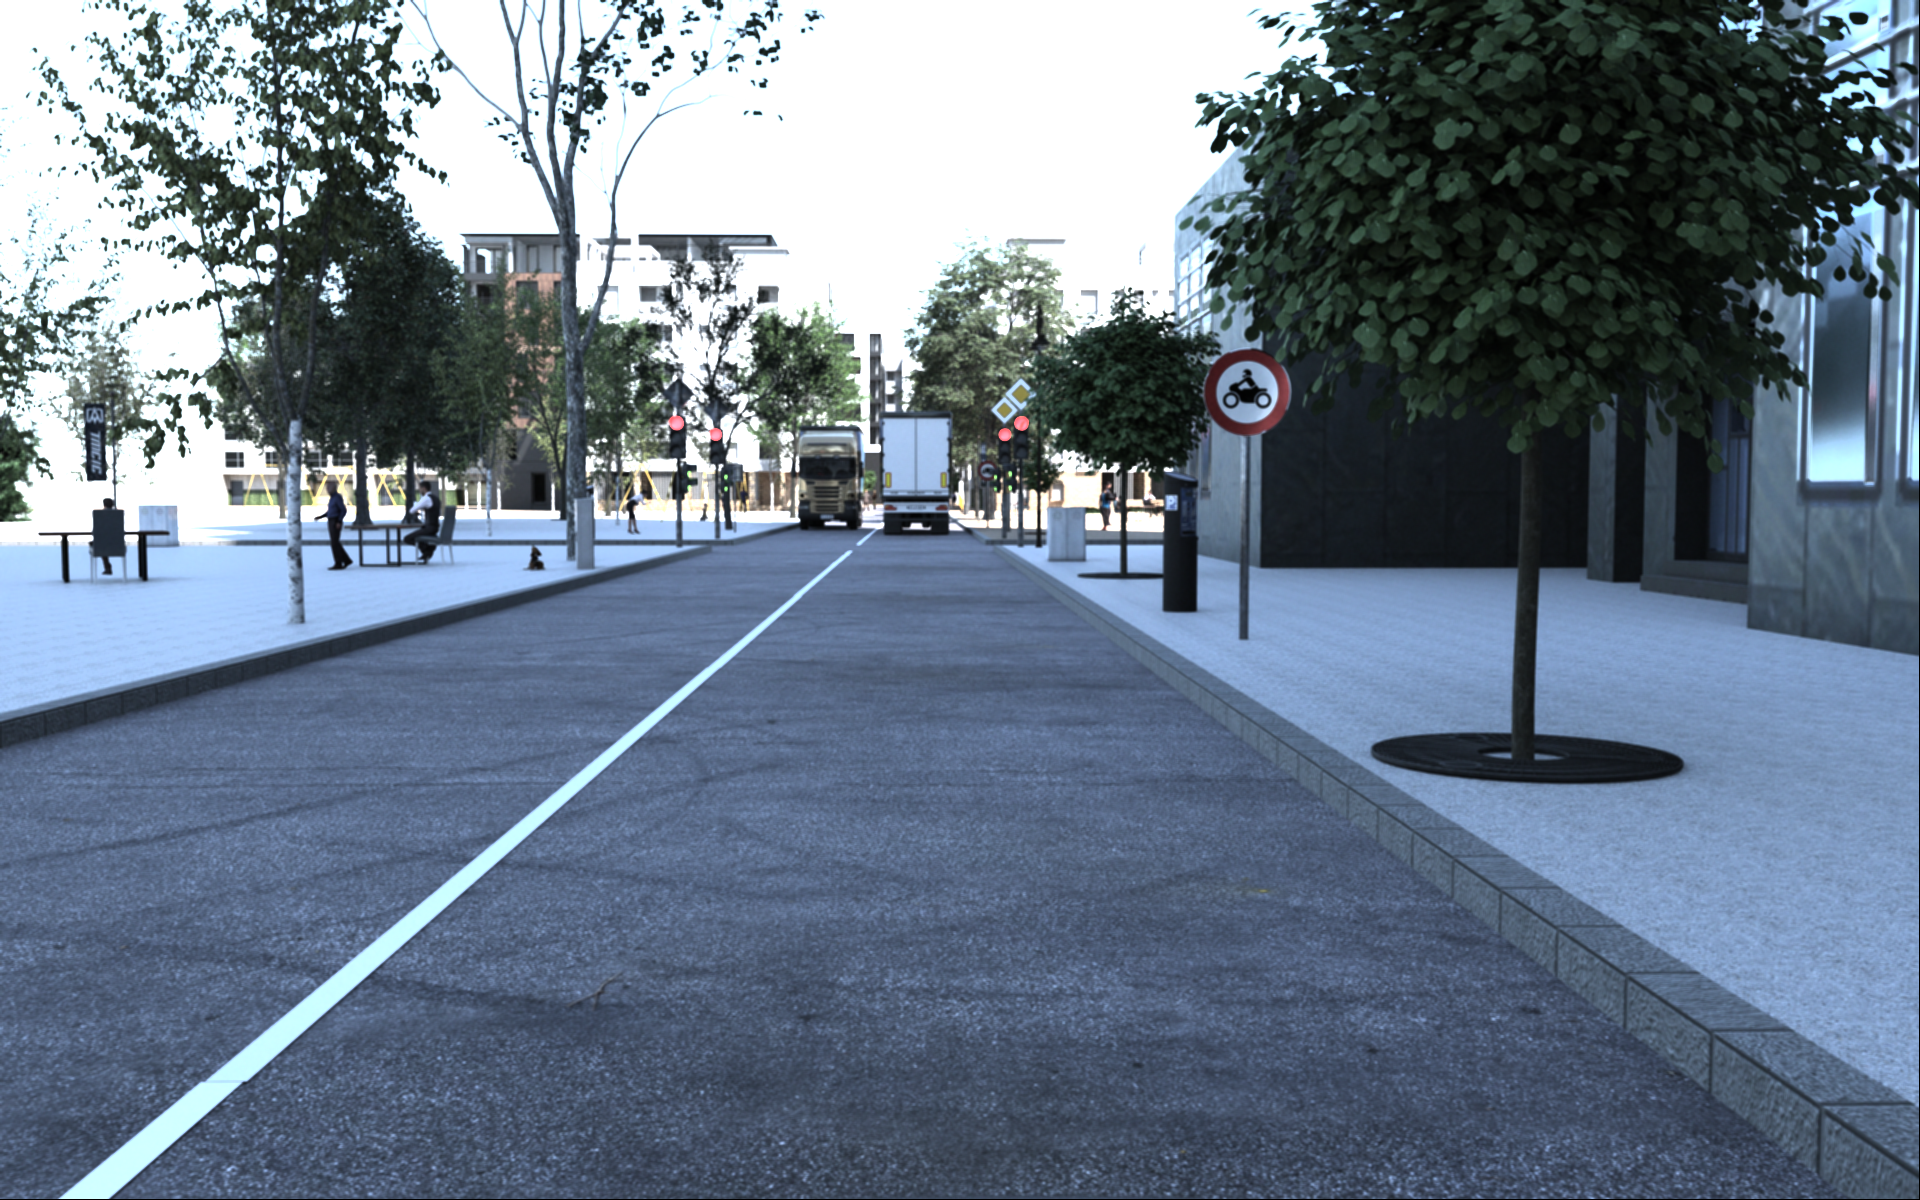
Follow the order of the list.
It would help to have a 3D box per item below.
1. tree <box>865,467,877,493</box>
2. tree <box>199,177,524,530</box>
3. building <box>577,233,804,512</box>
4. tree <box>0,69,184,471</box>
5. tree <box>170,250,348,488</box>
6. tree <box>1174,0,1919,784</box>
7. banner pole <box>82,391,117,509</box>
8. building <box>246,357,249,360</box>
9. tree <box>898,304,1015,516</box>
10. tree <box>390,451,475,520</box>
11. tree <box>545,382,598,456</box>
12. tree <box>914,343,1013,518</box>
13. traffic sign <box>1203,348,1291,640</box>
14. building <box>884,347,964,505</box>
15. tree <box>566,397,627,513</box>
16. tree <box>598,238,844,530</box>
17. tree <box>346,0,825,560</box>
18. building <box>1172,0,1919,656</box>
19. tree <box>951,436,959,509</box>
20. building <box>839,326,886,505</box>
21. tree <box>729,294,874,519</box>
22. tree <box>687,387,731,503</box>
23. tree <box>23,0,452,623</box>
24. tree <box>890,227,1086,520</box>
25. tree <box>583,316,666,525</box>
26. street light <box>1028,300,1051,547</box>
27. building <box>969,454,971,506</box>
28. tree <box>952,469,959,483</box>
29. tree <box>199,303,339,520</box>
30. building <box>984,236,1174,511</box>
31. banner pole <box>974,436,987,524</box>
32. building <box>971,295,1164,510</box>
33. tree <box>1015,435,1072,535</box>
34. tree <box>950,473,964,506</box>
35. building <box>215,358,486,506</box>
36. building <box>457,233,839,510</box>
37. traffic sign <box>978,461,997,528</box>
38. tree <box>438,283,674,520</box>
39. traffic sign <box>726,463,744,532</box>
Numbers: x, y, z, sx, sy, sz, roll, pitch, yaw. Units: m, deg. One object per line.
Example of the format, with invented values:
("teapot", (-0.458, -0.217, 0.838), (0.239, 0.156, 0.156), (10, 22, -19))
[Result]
("tree", (-11.160, -13.295, 201.091), (4.285, 4.588, 4.351), (0, 3, 0))
("tree", (-21.469, -8.850, 61.704), (9.611, 12.733, 9.660), (0, 3, 0))
("building", (-19.663, -16.763, 130.496), (16.016, 20.091, 11.380), (0, 4, -1))
("tree", (-18.219, -5.026, 32.542), (4.737, 8.622, 4.395), (0, 3, 0))
("tree", (-20.227, -6.198, 51.698), (4.360, 8.622, 3.978), (0, 3, 0))
("tree", (2.751, -1.495, 8.160), (4.285, 4.588, 4.351), (0, 3, 0))
("banner pole", (-20.828, -3.187, 42.132), (0.863, 3.779, 0.401), (-2, 4, -24))
("building", (-81.229, -22.046, 216.870), (11.380, 20.091, 16.016), (0, 4, -1))
("tree", (-0.023, -11.332, 103.411), (7.486, 12.596, 7.792), (0, 3, 0))
("tree", (-26.544, -8.255, 85.325), (4.360, 8.622, 3.978), (0, 3, 0))
("tree", (-21.032, -10.555, 106.978), (7.601, 10.594, 8.767), (2, 4, 31))
("tree", (0.592, -9.745, 93.749), (7.601, 10.594, 8.767), (0, 4, -1))
("traffic sign", (2.506, -0.924, 15.217), (0.768, 2.556, 0.104), (0, 4, 0))
("building", (-3.817, -22.121, 218.089), (11.380, 20.091, 16.016), (0, 4, -1))
("tree", (-24.472, -10.145, 116.237), (4.360, 8.622, 3.978), (0, 3, 0))
("tree", (-8.406, -7.842, 62.629), (8.767, 10.594, 7.601), (-1, 4, -13))
("tree", (-8.230, -10.759, 31.802), (12.611, 20.169, 13.585), (0, 3, 0))
("building", (16.475, -43.422, 22.620), (22.319, 86.520, 31.000), (0, 4, -1))
("tree", (-0.730, -12.210, 150.000), (4.360, 8.622, 3.978), (0, 3, 0))
("building", (-26.098, -23.222, 223.662), (32.646, 21.610, 27.936), (0, 4, -1))
("tree", (-8.558, -10.022, 89.616), (9.928, 11.665, 9.643), (0, 3, 0))
("tree", (-17.263, -10.275, 118.366), (4.360, 8.622, 3.978), (0, 3, 0))
("tree", (-6.769, -4.086, 17.161), (4.737, 8.622, 4.395), (0, 3, 0))
("tree", (1.521, -10.850, 84.056), (9.857, 13.997, 8.962), (0, 3, 0))
("tree", (-14.307, -7.382, 71.059), (4.737, 8.622, 4.395), (0, 3, 0))
("street light", (1.899, -4.205, 41.535), (0.468, 5.910, 1.993), (0, 4, -1))
("building", (5.187, -14.882, 185.460), (9.099, 9.664, 28.070), (0, 4, -1))
("tree", (2.625, -2.631, 26.725), (4.285, 4.588, 4.351), (0, 3, 0))
("tree", (-33.938, -9.849, 86.780), (9.928, 11.665, 9.643), (0, 3, 0))
("building", (9.911, -16.921, 133.081), (16.016, 20.091, 11.380), (0, 4, -1))
("banner pole", (0.918, -5.148, 74.189), (0.401, 3.779, 0.863), (-2, 4, -30))
("building", (9.793, -17.664, 155.266), (16.747, 18.905, 31.486), (0, 4, -1))
("tree", (2.468, -3.720, 55.416), (1.663, 3.219, 1.824), (0, 3, 0))
("tree", (-0.131, -9.923, 156.840), (1.663, 3.219, 1.824), (0, 3, 0))
("building", (-62.366, -19.801, 190.207), (31.486, 18.905, 16.747), (0, 4, -1))
("building", (-25.674, -18.857, 152.282), (27.936, 21.610, 32.646), (0, 4, -1))
("traffic sign", (1.057, -4.029, 65.987), (0.768, 2.556, 0.104), (0, 4, 6))
("tree", (-19.558, -9.714, 84.572), (9.928, 11.665, 9.643), (0, 3, 0))
("traffic sign", (-7.504, -3.400, 57.723), (0.606, 2.300, 0.079), (0, 4, 2))
